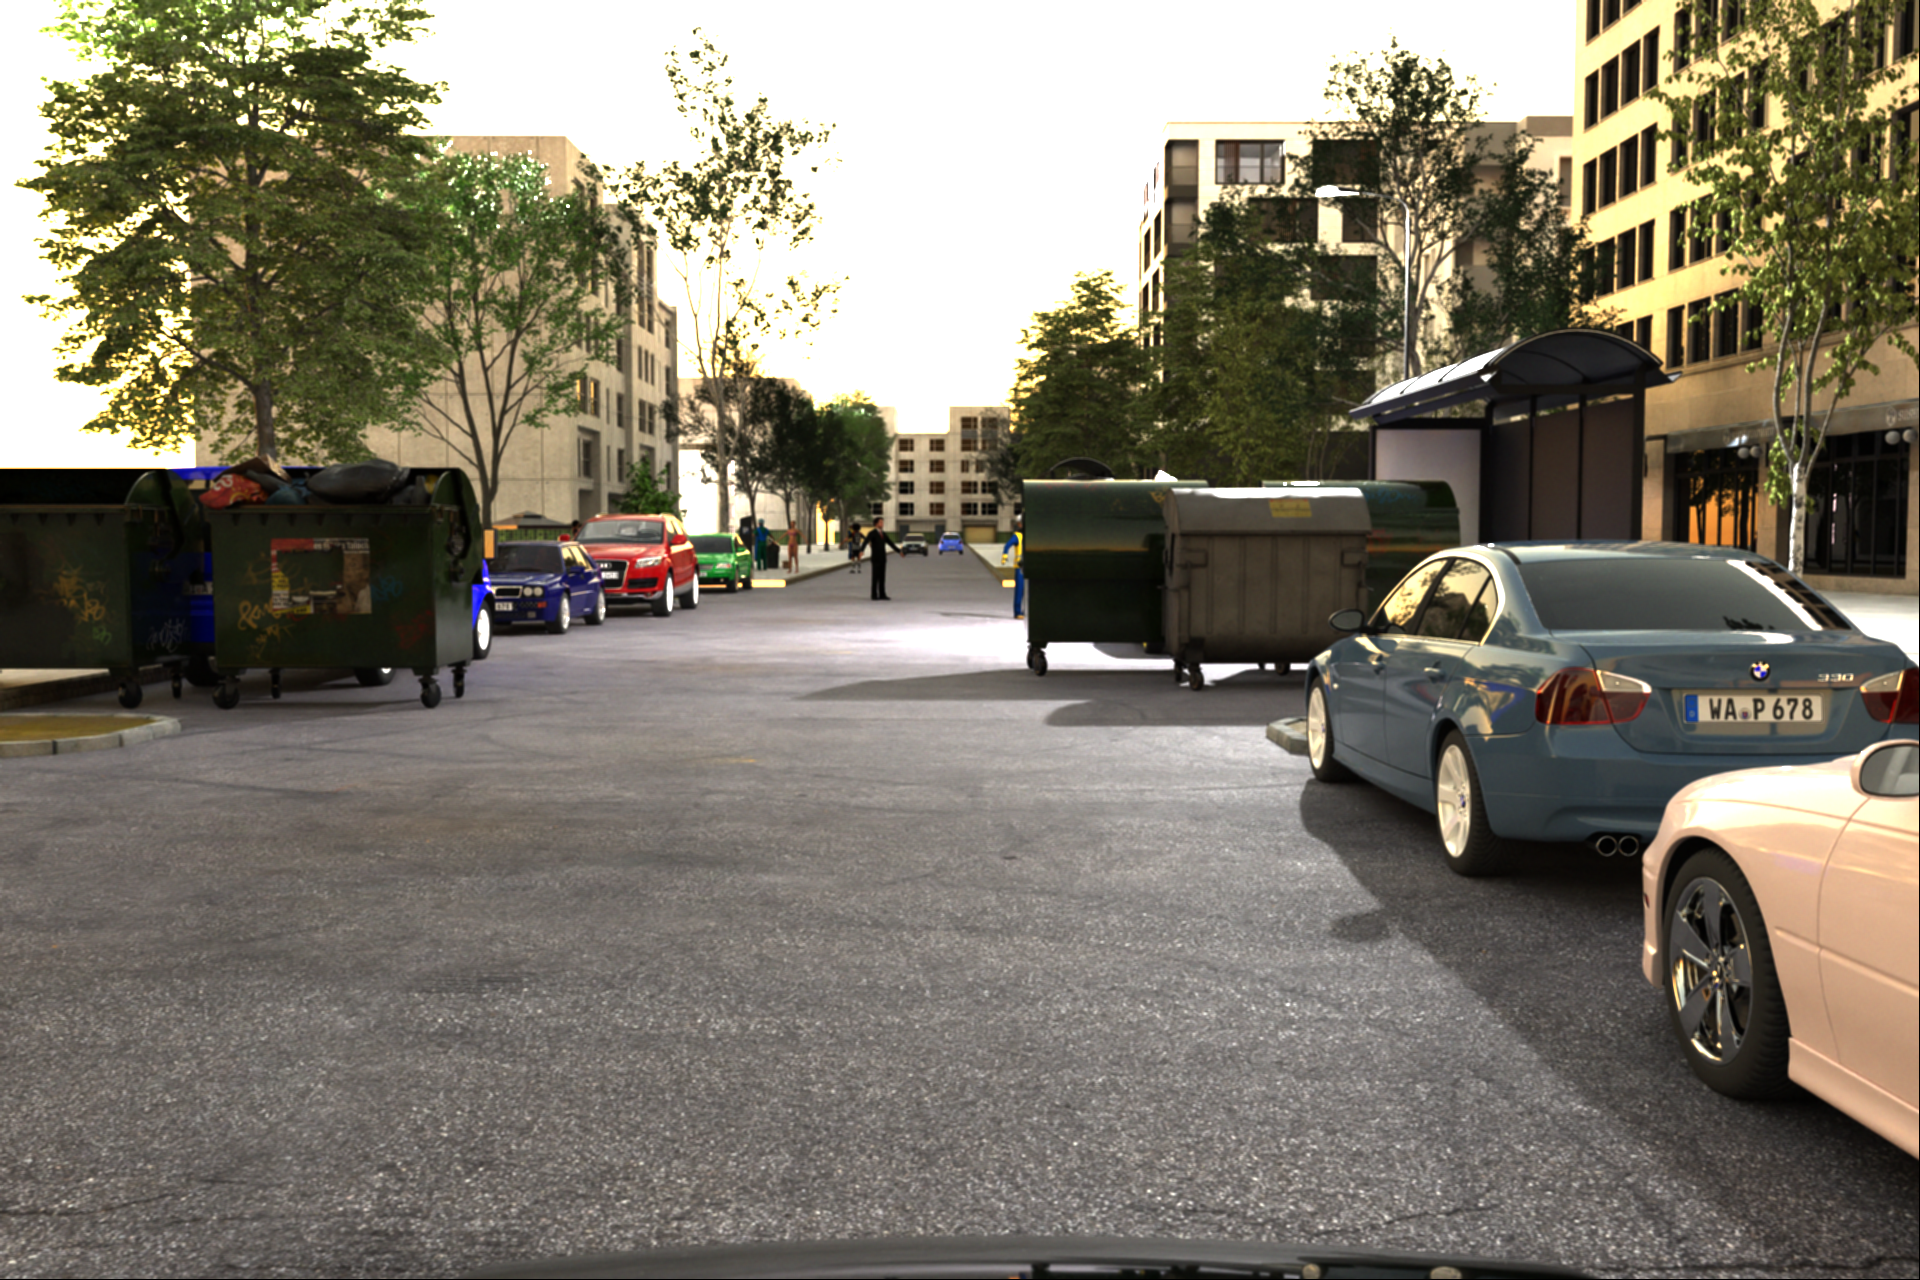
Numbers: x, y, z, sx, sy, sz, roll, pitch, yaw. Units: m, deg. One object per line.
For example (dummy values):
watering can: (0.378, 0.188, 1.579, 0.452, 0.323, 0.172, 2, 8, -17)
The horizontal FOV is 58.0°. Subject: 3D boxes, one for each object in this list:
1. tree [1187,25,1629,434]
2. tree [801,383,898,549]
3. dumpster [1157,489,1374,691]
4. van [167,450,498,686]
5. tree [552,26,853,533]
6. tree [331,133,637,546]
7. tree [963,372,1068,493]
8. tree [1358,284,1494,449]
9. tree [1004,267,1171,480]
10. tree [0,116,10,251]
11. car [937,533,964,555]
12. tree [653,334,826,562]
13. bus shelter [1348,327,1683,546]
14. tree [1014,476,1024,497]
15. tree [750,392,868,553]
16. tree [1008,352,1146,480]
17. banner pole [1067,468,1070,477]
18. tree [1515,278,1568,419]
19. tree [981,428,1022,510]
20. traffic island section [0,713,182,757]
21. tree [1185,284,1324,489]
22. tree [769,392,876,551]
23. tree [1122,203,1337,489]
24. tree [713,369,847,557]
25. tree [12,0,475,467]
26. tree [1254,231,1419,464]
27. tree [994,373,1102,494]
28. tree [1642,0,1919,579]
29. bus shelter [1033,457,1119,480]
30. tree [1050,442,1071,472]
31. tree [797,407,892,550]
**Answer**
tree: (8.670, -5.943, 31.573, 8.767, 10.594, 7.601, -2, 4, -28)
tree: (-9.875, -14.765, 148.070, 9.857, 13.997, 8.962, 0, 3, 0)
dumpster: (2.843, -0.495, 16.310, 1.865, 1.857, 1.264, 0, 4, -1)
van: (-6.353, -0.834, 18.027, 2.240, 2.365, 5.245, 0, 3, 0)
tree: (-10.342, -12.955, 67.697, 12.611, 20.169, 13.585, 0, 3, 0)
tree: (-12.240, -7.278, 44.751, 9.928, 11.665, 9.643, 0, 3, 0)
tree: (5.288, -13.245, 126.926, 12.009, 13.543, 11.850, 0, 3, 0)
tree: (14.232, -6.100, 50.094, 4.360, 8.622, 3.978, 0, 3, 0)
tree: (5.441, -9.535, 74.019, 7.486, 12.596, 7.792, 0, 3, 0)
tree: (-12.651, -4.200, 19.025, 4.360, 8.622, 3.978, 0, 3, 0)
car: (-0.651, -6.922, 122.759, 1.945, 1.707, 3.694, 0, 4, -1)
tree: (-9.685, -8.942, 80.620, 7.601, 10.594, 8.767, 3, 5, 40)
bus shelter: (6.037, -1.578, 19.724, 2.014, 3.302, 5.546, 0, 3, 0)
tree: (6.301, -10.247, 117.893, 4.360, 8.622, 3.978, 0, 3, 0)
tree: (-10.094, -11.007, 114.381, 8.767, 10.594, 7.601, 0, 4, 4)
tree: (5.901, -9.334, 87.022, 7.601, 10.594, 8.767, 0, 4, -1)
banner pole: (3.755, -4.270, 59.830, 0.401, 3.779, 0.863, 0, 4, -2)
tree: (23.111, -8.478, 64.373, 9.928, 11.665, 9.643, 0, 3, 0)
tree: (5.498, -12.673, 141.612, 7.601, 10.594, 8.767, 1, 4, 18)
traffic island section: (-6.625, 0.662, 12.050, 1.991, 0.108, 1.994, 0, 4, 0)
tree: (8.439, -6.132, 50.617, 4.737, 8.622, 4.395, 0, 3, 0)
tree: (-9.976, -12.354, 127.738, 9.928, 11.665, 9.643, 0, 3, 0)
tree: (9.504, -8.681, 60.061, 7.486, 12.596, 7.792, 0, 3, 0)
tree: (-9.795, -9.965, 97.340, 7.601, 10.594, 8.767, 1, 4, 16)
tree: (-12.030, -6.802, 29.345, 7.486, 12.596, 7.792, 0, 3, 0)
tree: (8.695, -5.667, 43.021, 4.360, 8.622, 3.978, 0, 3, 0)
tree: (5.429, -9.941, 96.955, 7.601, 10.594, 8.767, -1, 4, -17)
tree: (9.559, -4.205, 19.116, 4.737, 8.622, 4.395, 0, 3, 0)
bus shelter: (3.144, -3.322, 48.233, 2.014, 3.302, 5.546, 0, 4, -1)
tree: (5.577, -9.849, 111.393, 4.360, 8.622, 3.978, 0, 3, 0)
tree: (-9.305, -12.937, 137.271, 9.928, 11.665, 9.643, 0, 3, 0)
